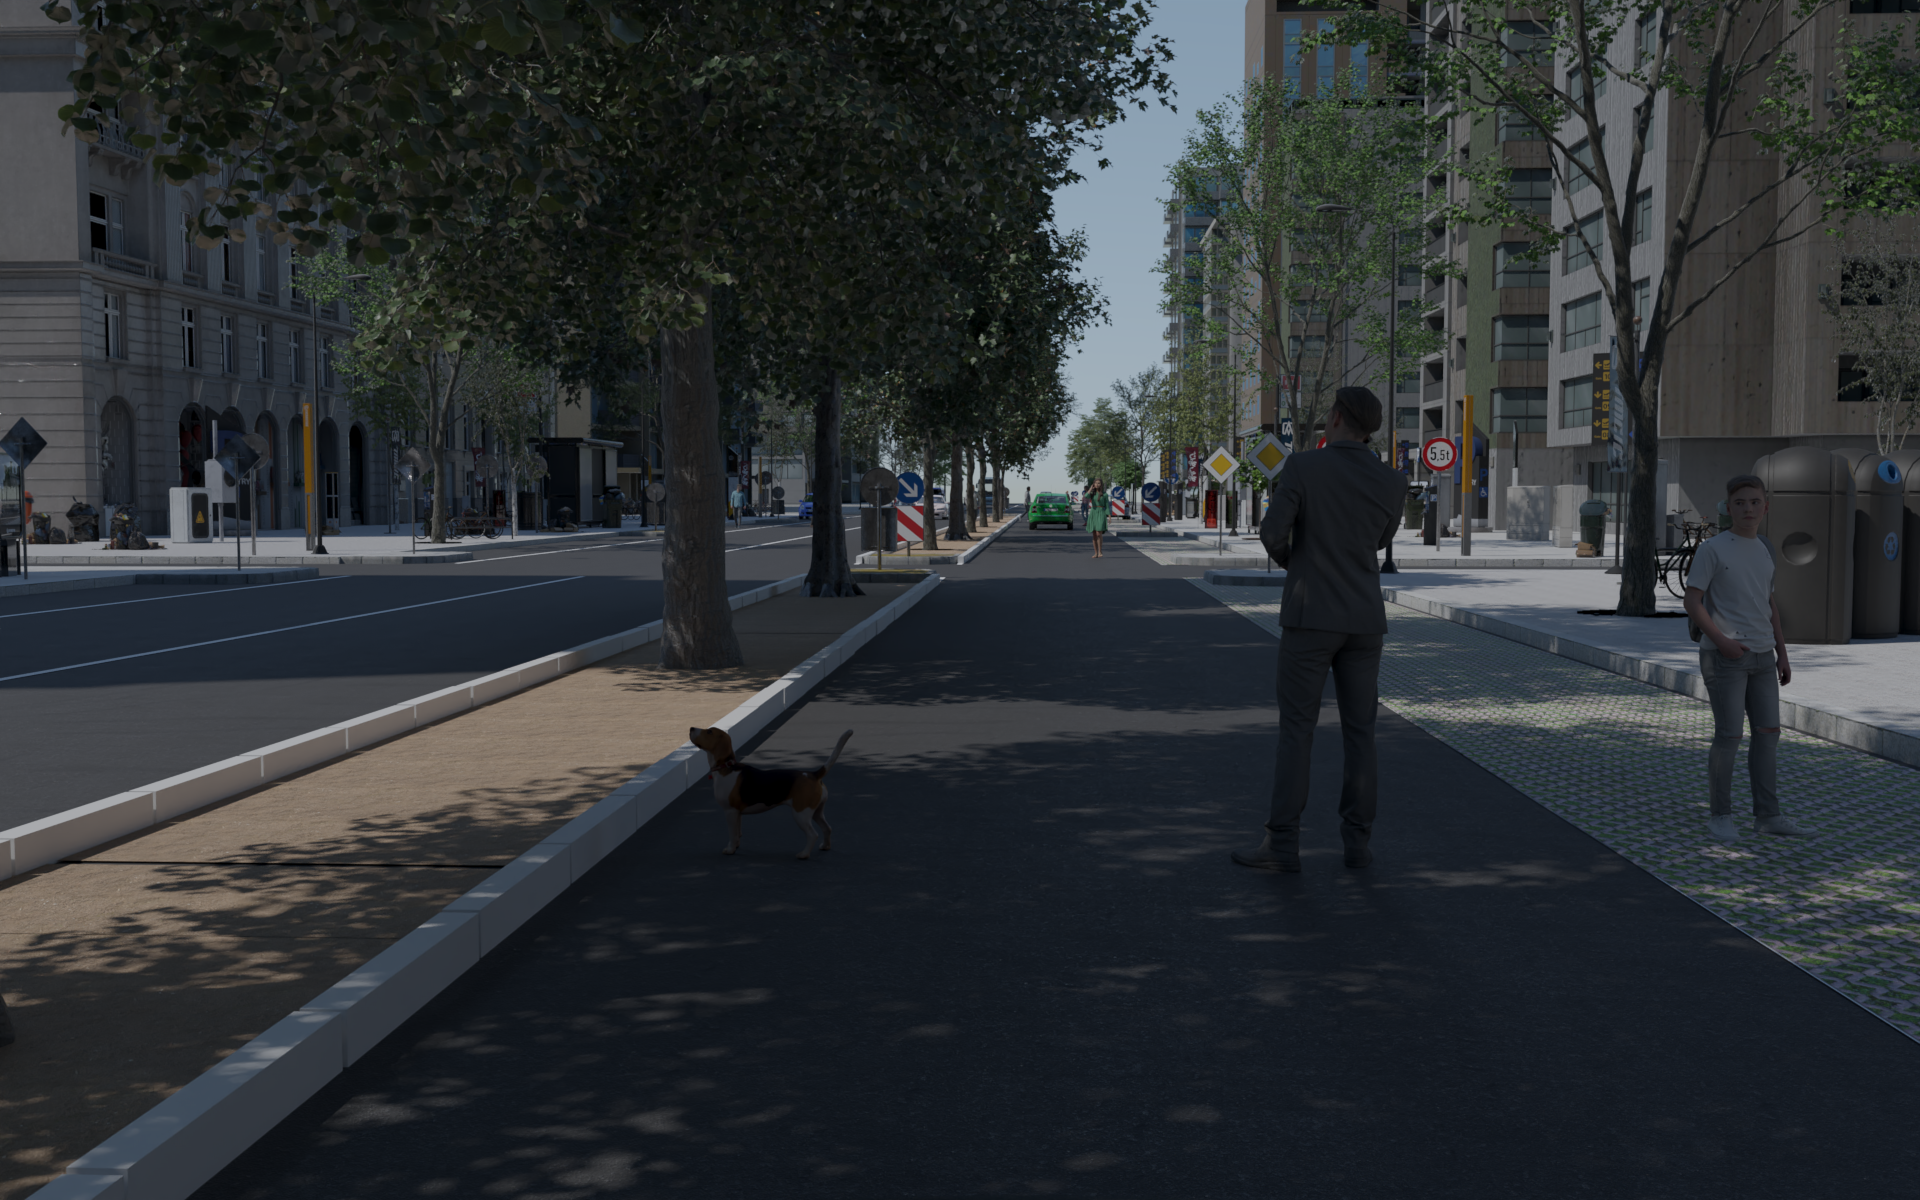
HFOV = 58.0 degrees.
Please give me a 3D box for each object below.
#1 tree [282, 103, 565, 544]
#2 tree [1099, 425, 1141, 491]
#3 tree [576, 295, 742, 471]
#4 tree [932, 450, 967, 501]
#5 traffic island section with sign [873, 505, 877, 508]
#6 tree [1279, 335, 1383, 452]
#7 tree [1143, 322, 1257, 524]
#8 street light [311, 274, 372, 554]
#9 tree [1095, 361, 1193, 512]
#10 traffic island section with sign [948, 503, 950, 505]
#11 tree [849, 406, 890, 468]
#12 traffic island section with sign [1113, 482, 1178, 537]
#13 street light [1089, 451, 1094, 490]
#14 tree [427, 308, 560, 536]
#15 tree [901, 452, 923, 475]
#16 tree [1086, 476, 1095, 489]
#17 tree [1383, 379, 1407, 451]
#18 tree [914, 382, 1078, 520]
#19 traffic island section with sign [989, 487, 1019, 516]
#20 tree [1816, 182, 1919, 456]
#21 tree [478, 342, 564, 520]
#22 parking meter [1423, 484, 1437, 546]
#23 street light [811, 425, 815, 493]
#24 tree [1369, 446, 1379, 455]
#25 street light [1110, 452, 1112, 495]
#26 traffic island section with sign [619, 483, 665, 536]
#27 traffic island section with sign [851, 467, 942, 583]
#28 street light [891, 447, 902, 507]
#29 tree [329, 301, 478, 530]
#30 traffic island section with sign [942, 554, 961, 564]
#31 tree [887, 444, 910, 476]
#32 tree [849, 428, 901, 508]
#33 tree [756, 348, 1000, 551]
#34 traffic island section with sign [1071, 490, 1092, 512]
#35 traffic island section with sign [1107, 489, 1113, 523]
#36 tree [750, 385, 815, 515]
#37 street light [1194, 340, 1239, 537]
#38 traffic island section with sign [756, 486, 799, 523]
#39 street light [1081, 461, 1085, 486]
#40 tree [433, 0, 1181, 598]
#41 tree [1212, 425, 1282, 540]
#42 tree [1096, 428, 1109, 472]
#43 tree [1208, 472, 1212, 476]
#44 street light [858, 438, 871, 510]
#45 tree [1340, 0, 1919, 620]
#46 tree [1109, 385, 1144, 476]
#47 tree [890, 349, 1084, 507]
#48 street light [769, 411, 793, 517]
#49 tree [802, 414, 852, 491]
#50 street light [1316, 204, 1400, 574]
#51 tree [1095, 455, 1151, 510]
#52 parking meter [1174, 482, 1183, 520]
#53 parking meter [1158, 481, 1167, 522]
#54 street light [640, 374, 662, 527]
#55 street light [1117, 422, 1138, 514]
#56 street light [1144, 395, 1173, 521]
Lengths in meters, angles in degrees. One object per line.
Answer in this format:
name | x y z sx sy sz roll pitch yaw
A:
tree | -13.400 -7.255 44.371 9.928 11.665 9.643 0 3 0
tree | 15.690 -13.481 170.784 4.360 8.622 3.978 0 3 0
tree | -12.822 -8.610 75.184 7.601 10.594 8.767 2 4 34
tree | -2.233 -21.278 266.017 7.486 12.596 7.792 0 3 0
traffic island section with sign | -6.550 -7.826 136.578 1.989 1.847 2.006 0 4 3
tree | 16.919 -7.991 81.019 4.360 8.622 3.978 0 3 0
tree | 10.364 -7.544 73.706 4.737 8.622 4.395 0 3 0
street light | -13.136 -3.930 36.793 1.470 5.913 1.316 0 4 3
tree | 13.028 -11.389 120.630 7.601 10.594 8.767 -1 4 -22
traffic island section with sign | -0.922 -14.513 245.911 1.989 1.847 2.006 0 4 3
tree | -6.810 -16.732 183.930 12.009 13.543 11.850 0 3 0
traffic island section with sign | 6.254 -3.028 58.130 1.989 1.847 2.006 0 4 3
street light | 14.617 -13.098 186.691 1.470 5.913 1.316 0 4 3
tree | -13.709 -6.251 52.561 4.360 8.622 3.978 0 3 0
tree | -5.931 -15.267 199.971 4.360 8.622 3.978 0 3 0
tree | 18.279 -14.760 225.039 4.285 4.588 4.351 0 3 0
tree | 25.095 -9.559 106.657 4.360 8.622 3.978 0 3 0
tree | 2.215 -9.697 95.409 8.767 10.594 7.601 0 4 3
traffic island section with sign | 2.845 -6.298 111.110 2.006 1.907 1.989 0 4 3
tree | 22.565 -5.574 41.489 4.360 8.622 3.978 0 3 0
tree | -20.518 -7.867 78.994 4.737 8.622 4.395 0 3 0
parking meter | 11.770 -2.130 43.234 0.372 1.533 0.369 0 3 0
street light | -9.190 -8.615 113.388 1.470 5.913 1.316 0 4 3
tree | 14.670 -4.184 63.002 1.663 3.219 1.824 0 3 0
street light | 11.645 -9.490 127.697 1.470 5.913 1.316 0 4 3
traffic island section with sign | -10.521 -3.113 59.522 1.989 1.847 2.006 0 4 3
traffic island section with sign | -1.401 -1.256 28.673 2.006 1.907 1.989 0 4 3
street light | -6.214 -12.218 172.304 1.470 5.913 1.316 0 4 3
tree | -19.914 -6.762 60.922 4.737 8.622 4.395 0 3 0
traffic island section with sign | -1.010 -1.708 36.070 2.006 1.907 1.989 0 4 3
tree | -5.267 -16.925 211.132 8.767 10.594 7.601 -3 5 -41
tree | -7.953 -12.303 151.514 4.360 8.622 3.978 0 3 0
tree | -0.864 -7.064 43.704 9.928 11.665 9.643 0 3 0
traffic island section with sign | 11.658 -9.438 162.938 1.989 1.847 2.006 0 4 3
traffic island section with sign | 7.647 -4.683 85.194 1.989 1.847 2.006 0 4 3
tree | -10.963 -9.489 105.500 4.360 8.622 3.978 0 3 0
street light | 7.731 -4.873 52.219 1.470 5.913 1.316 0 4 3
traffic island section with sign | -9.113 -4.778 86.756 1.989 1.847 2.006 0 4 3
street light | 17.481 -16.417 240.960 1.470 5.913 1.316 0 4 3
tree | -1.836 -6.381 23.797 9.611 12.733 9.660 0 3 0
tree | 8.282 -3.296 48.495 1.663 3.219 1.824 0 3 0
tree | 14.181 -12.344 152.194 4.737 8.622 4.395 0 3 0
tree | 15.512 -6.904 107.484 1.663 3.219 1.824 0 3 0
street light | -7.690 -10.419 142.893 1.470 5.913 1.316 0 4 3
tree | 7.056 -5.626 17.733 9.928 11.665 9.643 0 3 0
tree | 11.921 -9.096 99.079 4.737 8.622 4.395 0 3 0
tree | 2.322 -11.785 105.512 12.009 13.543 11.850 0 3 0
street light | -9.949 -7.577 96.421 1.470 5.913 1.316 0 4 3
tree | -9.884 -10.883 128.292 4.737 8.622 4.395 0 3 0
street light | 6.404 -3.386 27.906 1.470 5.913 1.316 0 4 3
tree | 14.082 -9.724 142.706 4.285 4.588 4.351 0 3 0
parking meter | 10.707 -4.844 84.918 0.399 1.863 0.255 -2 4 -32
parking meter | 9.148 -4.440 78.312 0.255 1.863 0.399 2 4 32
street light | -11.651 -5.753 66.606 1.470 5.913 1.316 0 4 3
street light | 10.713 -8.465 110.940 1.470 5.913 1.316 0 4 3
street light | 9.317 -6.649 81.256 1.470 5.913 1.316 0 4 3
